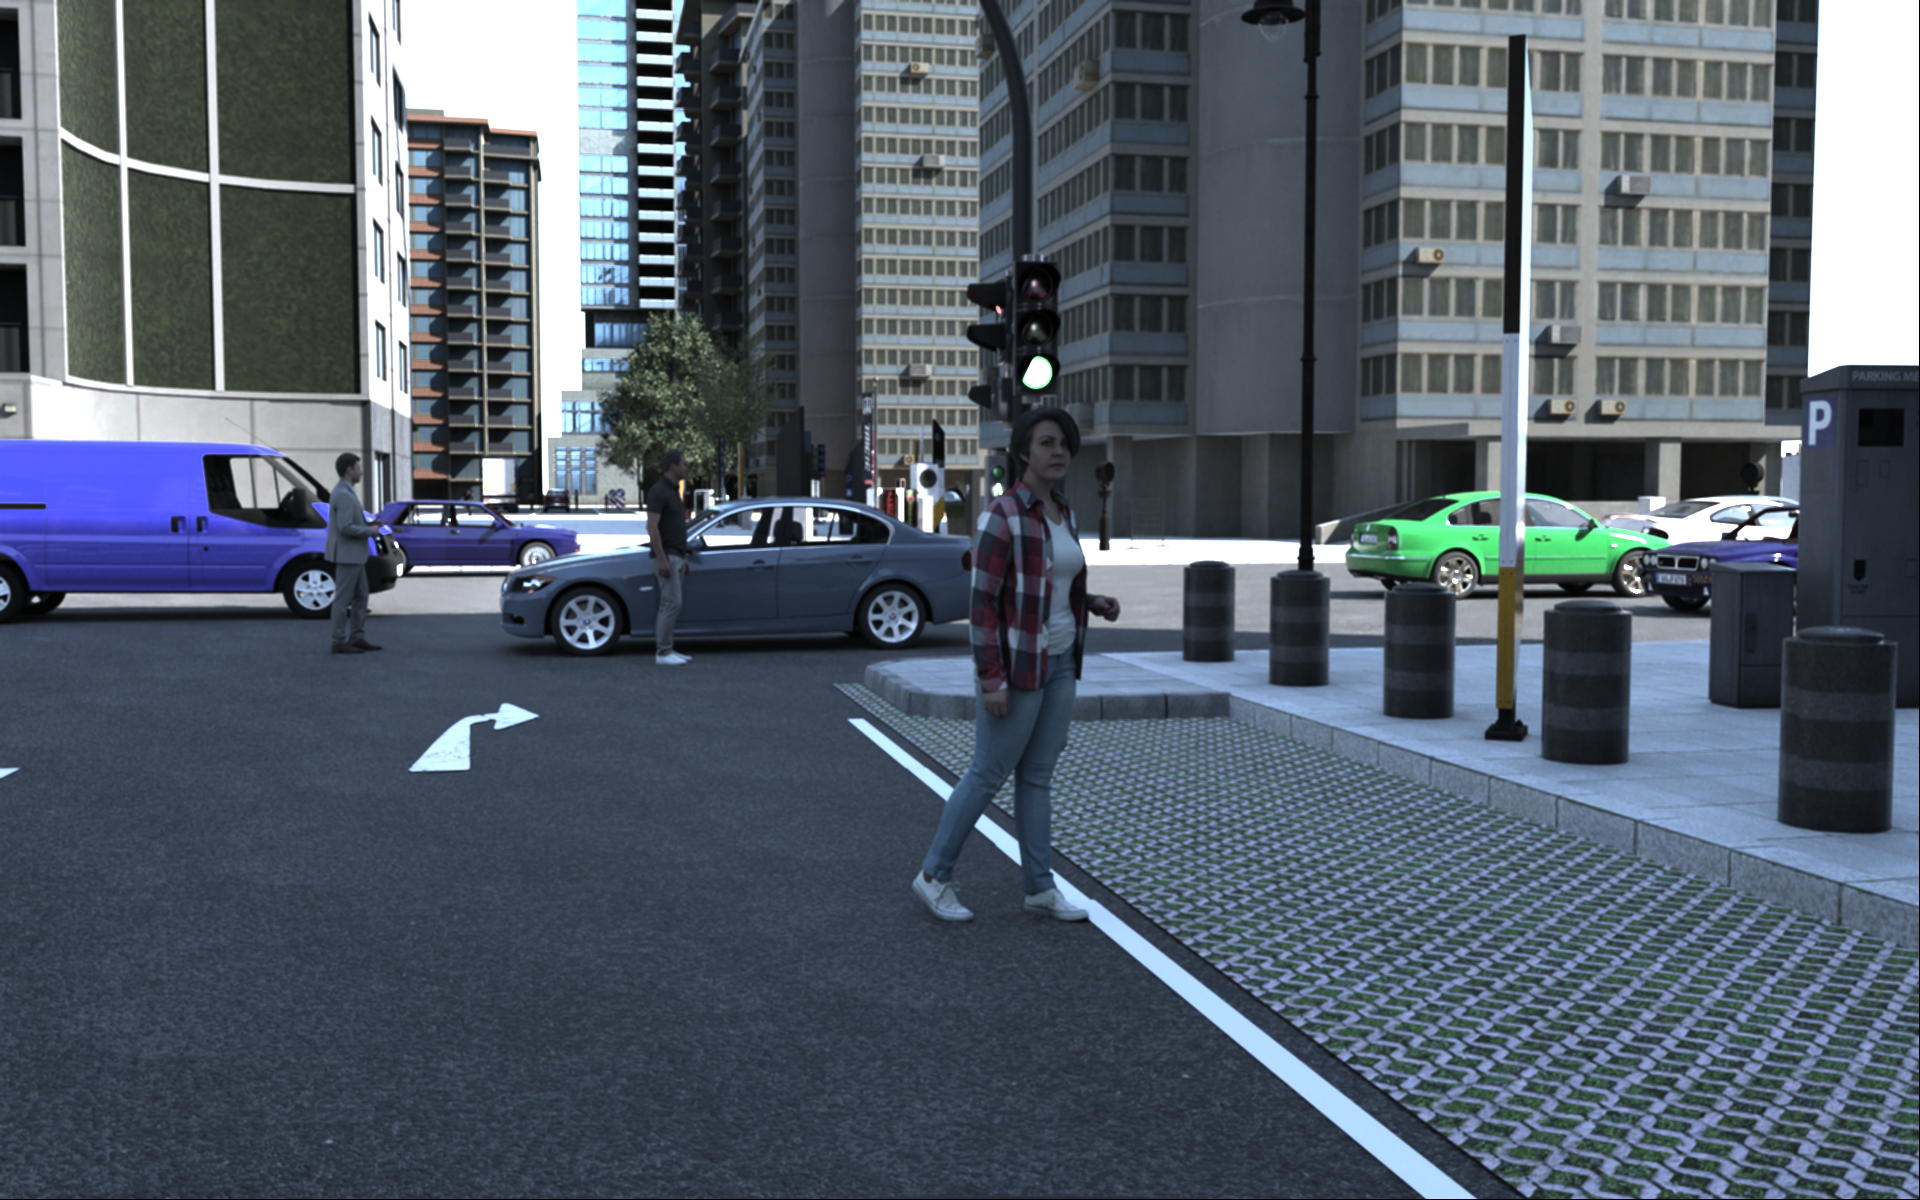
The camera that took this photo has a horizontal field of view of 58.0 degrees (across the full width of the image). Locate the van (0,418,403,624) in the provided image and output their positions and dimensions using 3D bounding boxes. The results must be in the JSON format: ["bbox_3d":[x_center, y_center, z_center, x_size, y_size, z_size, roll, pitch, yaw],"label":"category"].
[{"bbox_3d":[-9.269,-0.966,20.177,5.245,2.365,2.240,-1,4,-13],"label":"van"}]

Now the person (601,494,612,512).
[{"bbox_3d":[-28.784,-7.903,140.942,0.991,1.433,0.599,0,4,5],"label":"person"}]

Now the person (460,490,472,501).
[{"bbox_3d":[-50.468,-10.294,176.936,0.705,1.807,1.348,3,5,43],"label":"person"}]

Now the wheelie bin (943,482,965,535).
[{"bbox_3d":[-0.045,-2.204,43.940,0.693,1.594,0.980,1,4,14],"label":"wheelie bin"}]

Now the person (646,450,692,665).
[{"bbox_3d":[-2.439,-0.371,14.695,0.434,1.807,0.598,1,4,19],"label":"person"}]

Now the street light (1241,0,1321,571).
[{"bbox_3d":[2.469,-2.412,12.231,0.468,5.910,1.993,-1,4,-12],"label":"street light"}]

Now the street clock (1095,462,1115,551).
[{"bbox_3d":[3.259,-2.106,38.997,0.358,2.002,0.471,3,4,37],"label":"street clock"}]

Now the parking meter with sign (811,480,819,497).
[{"bbox_3d":[-7.897,-5.903,92.770,1.738,3.016,0.543,-3,4,-36],"label":"parking meter with sign"}]

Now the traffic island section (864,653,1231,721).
[{"bbox_3d":[0.449,0.612,12.269,2.009,0.180,2.903,-1,4,-12],"label":"traffic island section"}]

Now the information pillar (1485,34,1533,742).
[{"bbox_3d":[2.924,-1.087,9.127,0.183,3.616,0.504,1,4,23],"label":"information pillar"}]

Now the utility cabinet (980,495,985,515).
[{"bbox_3d":[1.086,-4.013,76.772,1.020,1.237,0.306,1,4,13],"label":"utility cabinet"}]

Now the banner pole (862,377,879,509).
[{"bbox_3d":[-1.921,-2.893,37.317,0.401,3.779,0.863,-2,4,-31],"label":"banner pole"}]

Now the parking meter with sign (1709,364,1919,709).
[{"bbox_3d":[5.480,-0.870,10.478,1.738,3.016,0.543,0,4,-6],"label":"parking meter with sign"}]

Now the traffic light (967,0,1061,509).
[{"bbox_3d":[-1.616,-2.256,11.556,4.771,5.953,1.251,-1,4,-12],"label":"traffic light"}]

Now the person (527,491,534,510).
[{"bbox_3d":[-38.307,-8.887,154.513,0.721,1.736,1.217,1,4,15],"label":"person"}]

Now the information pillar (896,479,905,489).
[{"bbox_3d":[-2.880,-4.852,83.823,0.304,2.012,0.304,3,4,39],"label":"information pillar"}]

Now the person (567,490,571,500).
[{"bbox_3d":[-38.006,-9.745,167.835,1.348,1.824,0.705,3,5,44],"label":"person"}]

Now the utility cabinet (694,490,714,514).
[{"bbox_3d":[-13.739,-5.153,92.928,1.173,1.500,0.318,3,4,38],"label":"utility cabinet"}]

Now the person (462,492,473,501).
[{"bbox_3d":[-44.494,-9.015,156.620,0.721,1.736,1.217,2,4,32],"label":"person"}]

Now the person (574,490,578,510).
[{"bbox_3d":[-34.270,-8.936,154.615,0.705,1.823,1.348,-1,4,-19],"label":"person"}]

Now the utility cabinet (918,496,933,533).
[{"bbox_3d":[-0.934,-2.140,46.159,0.306,1.237,1.020,-1,4,-8],"label":"utility cabinet"}]

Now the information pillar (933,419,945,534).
[{"bbox_3d":[-0.679,-3.846,54.237,0.183,3.616,0.504,3,5,41],"label":"information pillar"}]

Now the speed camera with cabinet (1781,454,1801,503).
[{"bbox_3d":[19.751,-2.809,40.269,2.038,3.252,0.660,-3,5,-45],"label":"speed camera with cabinet"}]

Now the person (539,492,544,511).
[{"bbox_3d":[-35.948,-8.494,148.851,0.415,1.643,0.593,1,4,15],"label":"person"}]

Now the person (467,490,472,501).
[{"bbox_3d":[-31.822,-6.283,112.053,0.721,1.723,1.217,-1,4,-20],"label":"person"}]

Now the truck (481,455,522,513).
[{"bbox_3d":[-34.783,-8.712,131.350,2.839,4.237,11.283,-1,4,-13],"label":"truck"}]

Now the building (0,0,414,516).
[{"bbox_3d":[-25.684,-36.959,42.529,20.611,71.187,20.563,-1,4,-12],"label":"building"}]

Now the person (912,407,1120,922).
[{"bbox_3d":[0.199,0.214,5.846,0.643,1.720,0.563,3,4,36],"label":"person"}]

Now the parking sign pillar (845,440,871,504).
[{"bbox_3d":[-4.504,-5.384,76.496,1.447,3.967,1.447,2,4,34],"label":"parking sign pillar"}]

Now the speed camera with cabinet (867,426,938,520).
[{"bbox_3d":[-1.653,-3.402,49.955,2.038,3.252,0.660,-2,4,-26],"label":"speed camera with cabinet"}]

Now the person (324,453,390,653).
[{"bbox_3d":[-5.432,-0.425,15.651,0.583,1.804,0.606,-2,4,-26],"label":"person"}]

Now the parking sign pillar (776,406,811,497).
[{"bbox_3d":[-5.154,-3.992,53.739,1.447,3.967,1.447,-3,5,-40],"label":"parking sign pillar"}]

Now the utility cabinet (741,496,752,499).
[{"bbox_3d":[-7.707,-3.149,62.646,0.306,1.237,1.020,0,4,-1],"label":"utility cabinet"}]

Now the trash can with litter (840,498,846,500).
[{"bbox_3d":[-3.345,-2.637,54.509,1.055,1.170,0.624,0,4,-7],"label":"trash can with litter"}]

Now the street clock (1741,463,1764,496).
[{"bbox_3d":[18.434,-2.187,40.334,0.358,2.002,0.471,-2,4,-28],"label":"street clock"}]

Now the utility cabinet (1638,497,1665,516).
[{"bbox_3d":[15.864,-1.748,39.735,0.306,1.237,1.020,3,5,39],"label":"utility cabinet"}]
